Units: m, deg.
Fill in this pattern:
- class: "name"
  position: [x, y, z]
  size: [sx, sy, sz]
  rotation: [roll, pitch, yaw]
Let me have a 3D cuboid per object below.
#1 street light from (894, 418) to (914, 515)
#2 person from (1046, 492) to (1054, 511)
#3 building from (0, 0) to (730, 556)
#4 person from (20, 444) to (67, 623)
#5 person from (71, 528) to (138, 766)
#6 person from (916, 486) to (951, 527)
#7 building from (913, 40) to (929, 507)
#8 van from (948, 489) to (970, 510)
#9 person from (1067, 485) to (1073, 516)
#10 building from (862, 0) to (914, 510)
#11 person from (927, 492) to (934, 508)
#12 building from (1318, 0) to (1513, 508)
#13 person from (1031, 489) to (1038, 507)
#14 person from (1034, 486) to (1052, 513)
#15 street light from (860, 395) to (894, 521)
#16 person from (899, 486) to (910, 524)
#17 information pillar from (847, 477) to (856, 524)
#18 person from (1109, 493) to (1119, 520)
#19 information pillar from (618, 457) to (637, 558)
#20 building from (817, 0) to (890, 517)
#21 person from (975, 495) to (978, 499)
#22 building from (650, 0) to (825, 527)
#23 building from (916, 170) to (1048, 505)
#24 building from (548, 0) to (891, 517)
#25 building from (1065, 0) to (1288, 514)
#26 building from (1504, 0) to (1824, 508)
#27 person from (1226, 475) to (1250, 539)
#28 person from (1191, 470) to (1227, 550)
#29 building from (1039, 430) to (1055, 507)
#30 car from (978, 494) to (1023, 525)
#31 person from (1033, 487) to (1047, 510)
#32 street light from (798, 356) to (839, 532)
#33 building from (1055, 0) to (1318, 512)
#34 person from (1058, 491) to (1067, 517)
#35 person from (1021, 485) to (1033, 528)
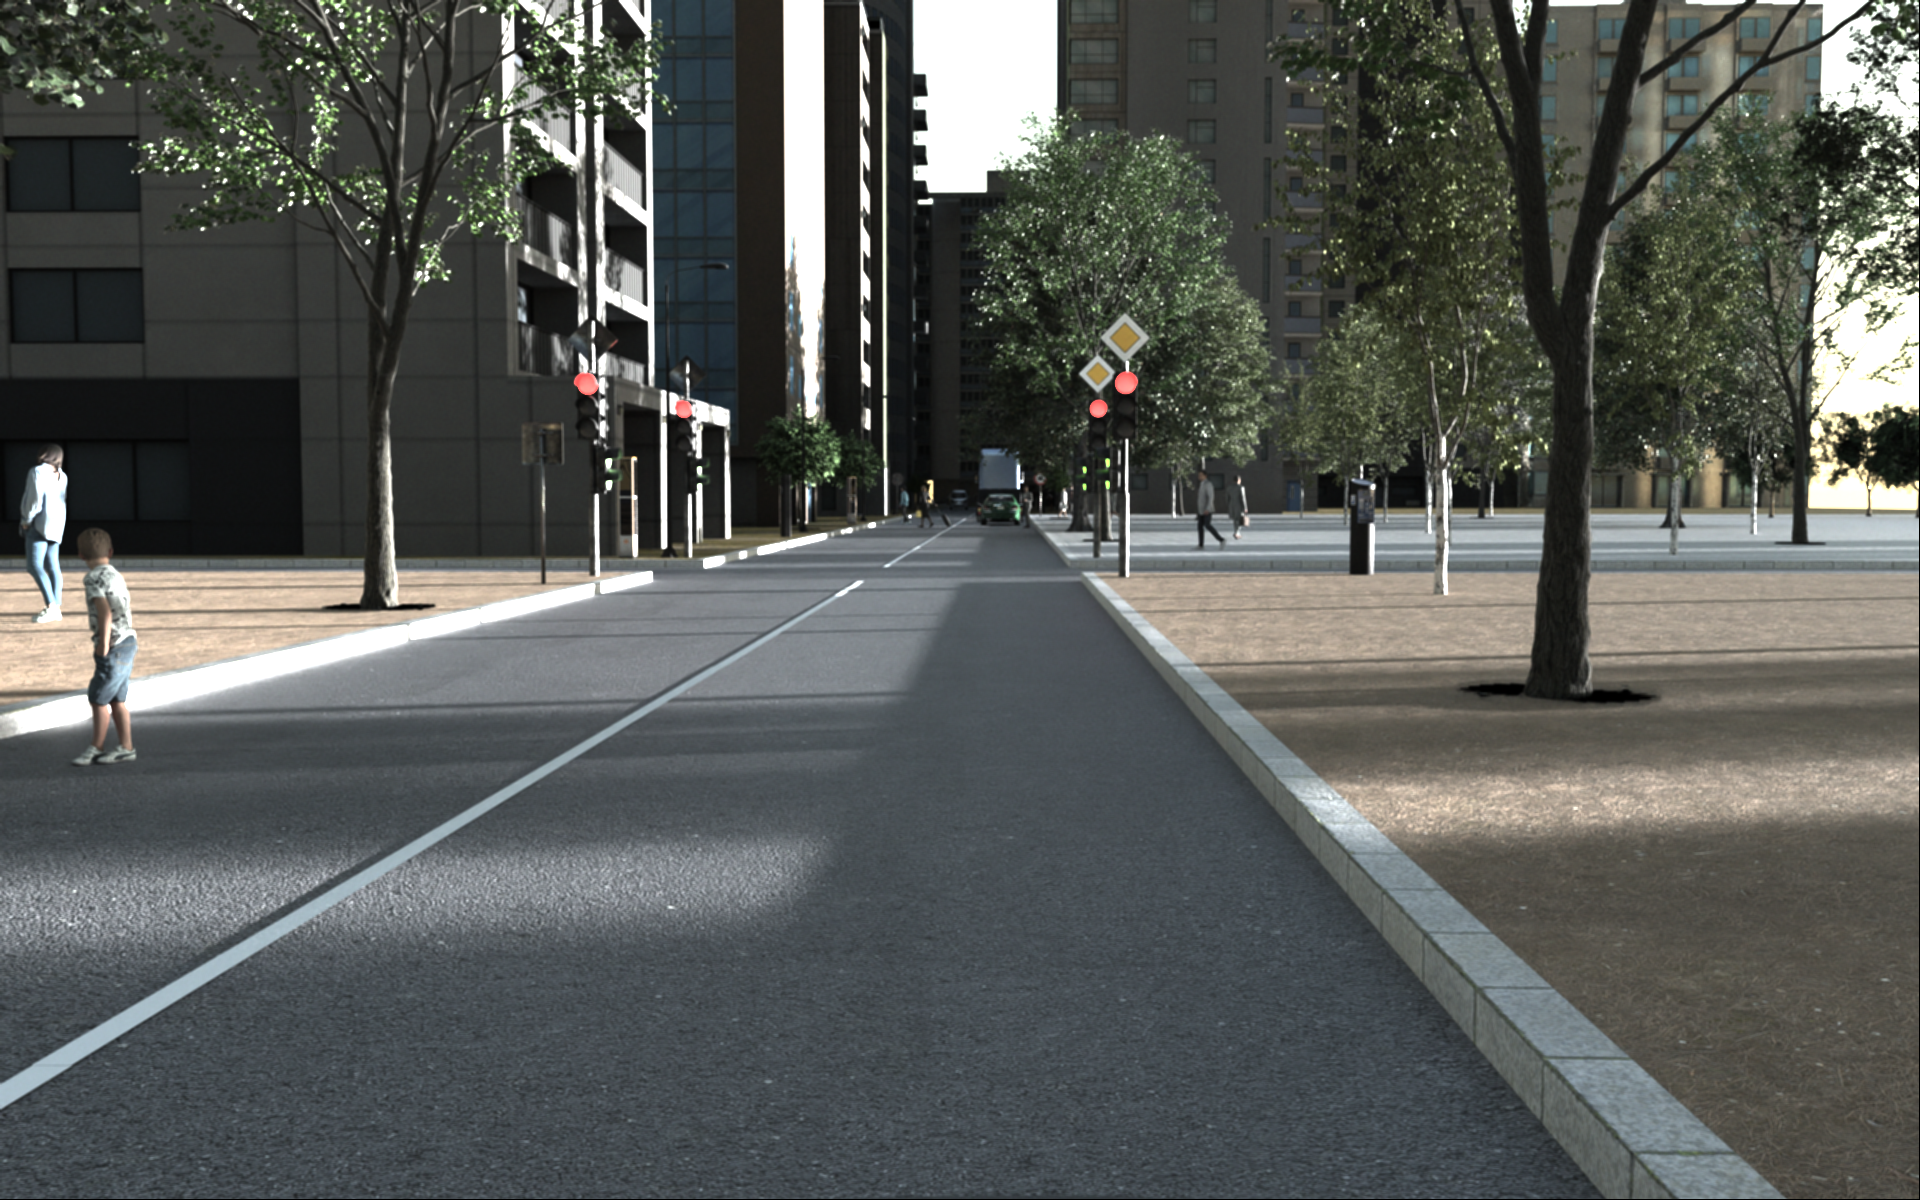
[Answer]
- class: "street light"
  position: [-3.466, -8.132, 105.505]
  size: [1.470, 5.913, 1.316]
  rotation: [0, 4, 2]
- class: "person"
  position: [6.844, -7.549, 132.649]
  size: [0.628, 1.438, 0.799]
  rotation: [2, 4, 26]
- class: "building"
  position: [-17.048, -37.069, 44.329]
  size: [20.563, 71.187, 20.611]
  rotation: [0, 4, 2]
- class: "person"
  position: [-9.262, -0.688, 17.562]
  size: [0.793, 1.790, 0.793]
  rotation: [-2, 4, -29]
- class: "person"
  position: [-4.550, 0.244, 9.202]
  size: [0.352, 1.250, 0.332]
  rotation: [2, 4, 28]
- class: "person"
  position: [-1.154, -4.041, 74.793]
  size: [1.509, 1.804, 0.699]
  rotation: [0, 4, 0]
- class: "building"
  position: [-18.571, -33.893, 173.757]
  size: [30.456, 49.044, 23.786]
  rotation: [0, 4, 2]
- class: "van"
  position: [-0.110, -9.149, 156.597]
  size: [2.013, 2.044, 4.112]
  rotation: [0, 4, 0]
- class: "person"
  position: [6.544, -5.848, 101.614]
  size: [0.622, 1.834, 0.822]
  rotation: [1, 4, 17]
- class: "building"
  position: [-15.088, -36.843, 144.385]
  size: [21.231, 58.520, 28.212]
  rotation: [0, 4, 2]
- class: "person"
  position: [-2.981, -9.405, 160.500]
  size: [1.217, 1.739, 0.721]
  rotation: [1, 4, 11]
- class: "building"
  position: [41.653, -44.910, 172.538]
  size: [20.611, 71.187, 20.563]
  rotation: [0, 4, 2]
- class: "person"
  position: [7.322, -10.179, 172.425]
  size: [0.705, 1.831, 1.348]
  rotation: [3, 4, 36]
- class: "person"
  position: [5.529, -6.720, 115.930]
  size: [1.348, 1.821, 0.705]
  rotation: [2, 4, 32]
- class: "street light"
  position: [-4.022, -6.678, 81.721]
  size: [1.470, 5.913, 1.316]
  rotation: [0, 4, 2]
- class: "person"
  position: [-2.623, -4.558, 83.048]
  size: [0.620, 1.820, 0.660]
  rotation: [1, 4, 20]
- class: "information pillar"
  position: [-4.645, -4.266, 74.241]
  size: [0.304, 2.012, 0.304]
  rotation: [-2, 4, -31]
- class: "person"
  position: [6.682, -4.180, 75.136]
  size: [0.760, 1.731, 0.466]
  rotation: [-1, 4, -17]
- class: "information pillar"
  position: [-6.639, -1.841, 34.592]
  size: [0.304, 2.012, 0.304]
  rotation: [0, 4, 4]
- class: "building"
  position: [-11.610, -20.101, 100.355]
  size: [14.160, 30.474, 14.107]
  rotation: [0, 4, 2]
- class: "person"
  position: [1.434, -7.799, 136.465]
  size: [0.568, 1.767, 0.683]
  rotation: [2, 4, 29]
- class: "building"
  position: [-13.385, -25.854, 72.823]
  size: [14.600, 45.320, 14.200]
  rotation: [0, 4, 2]
- class: "building"
  position: [5.834, -31.713, 210.395]
  size: [23.993, 40.220, 32.217]
  rotation: [0, 4, 2]
- class: "building"
  position: [-15.403, -41.675, 119.632]
  size: [20.563, 71.187, 20.611]
  rotation: [0, 4, 2]
- class: "building"
  position: [14.161, -26.535, 117.438]
  size: [14.154, 41.232, 14.086]
  rotation: [0, 4, 2]
- class: "building"
  position: [67.140, -33.734, 171.158]
  size: [30.456, 49.044, 23.786]
  rotation: [0, 4, 2]
- class: "person"
  position: [7.929, -2.644, 49.368]
  size: [0.694, 1.812, 0.767]
  rotation: [3, 5, 41]
- class: "person"
  position: [5.712, -2.074, 39.800]
  size: [0.795, 1.843, 0.661]
  rotation: [-1, 4, -9]
- class: "building"
  position: [19.161, -52.258, 167.092]
  size: [22.319, 86.520, 31.000]
  rotation: [0, 4, 2]
- class: "car"
  position: [1.899, -4.233, 81.010]
  size: [2.131, 1.459, 4.920]
  rotation: [0, 4, 1]
- class: "person"
  position: [6.556, -8.306, 141.815]
  size: [1.348, 1.831, 0.705]
  rotation: [1, 4, 8]
- class: "street light"
  position: [-4.757, -5.254, 58.440]
  size: [1.470, 5.913, 1.316]
  rotation: [0, 4, 2]
- class: "building"
  position: [18.214, -36.470, 138.288]
  size: [21.231, 58.520, 28.212]
  rotation: [0, 4, 2]
- class: "person"
  position: [5.681, -5.465, 95.745]
  size: [0.624, 1.780, 0.694]
  rotation: [0, 4, -7]
- class: "person"
  position: [2.780, -3.975, 73.685]
  size: [0.606, 1.804, 0.583]
  rotation: [3, 4, 37]
